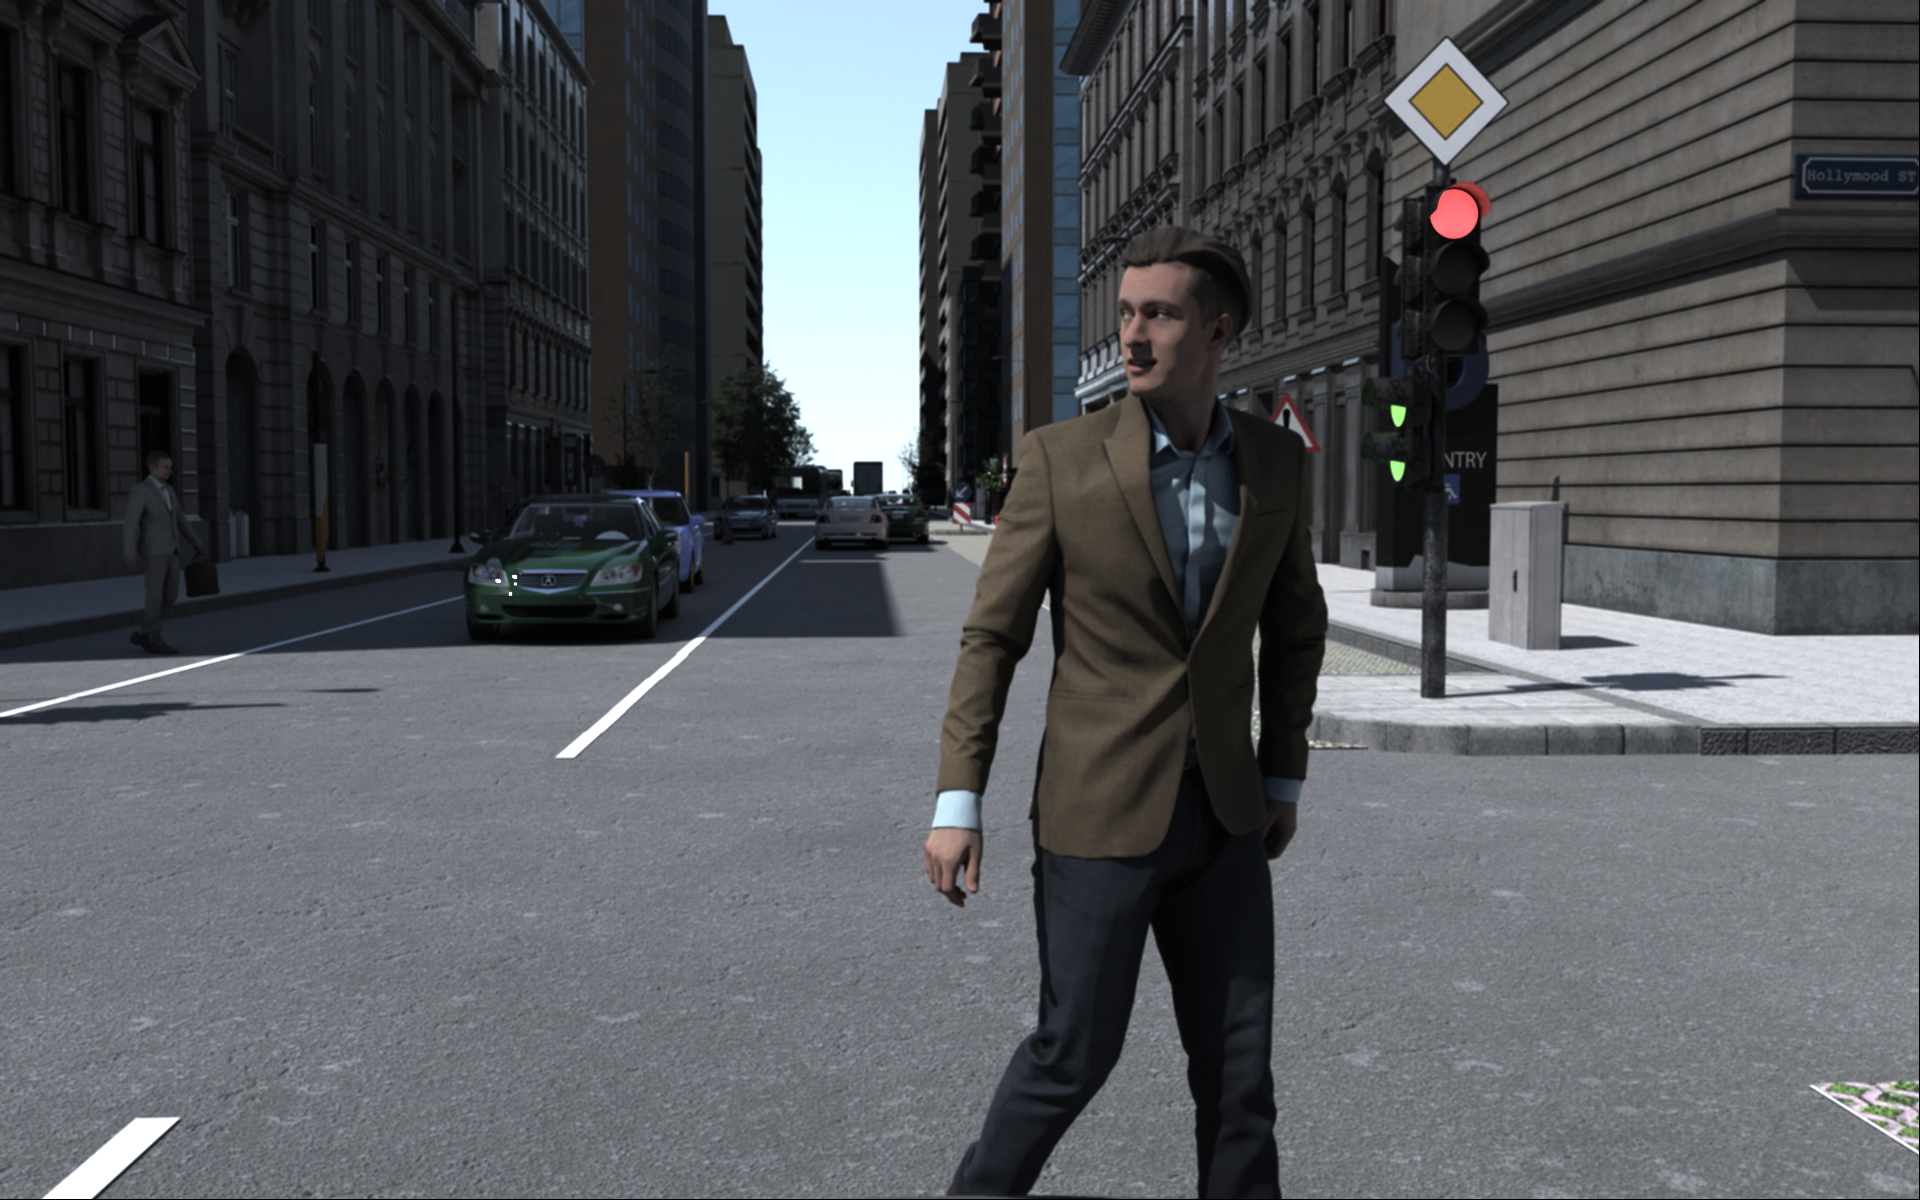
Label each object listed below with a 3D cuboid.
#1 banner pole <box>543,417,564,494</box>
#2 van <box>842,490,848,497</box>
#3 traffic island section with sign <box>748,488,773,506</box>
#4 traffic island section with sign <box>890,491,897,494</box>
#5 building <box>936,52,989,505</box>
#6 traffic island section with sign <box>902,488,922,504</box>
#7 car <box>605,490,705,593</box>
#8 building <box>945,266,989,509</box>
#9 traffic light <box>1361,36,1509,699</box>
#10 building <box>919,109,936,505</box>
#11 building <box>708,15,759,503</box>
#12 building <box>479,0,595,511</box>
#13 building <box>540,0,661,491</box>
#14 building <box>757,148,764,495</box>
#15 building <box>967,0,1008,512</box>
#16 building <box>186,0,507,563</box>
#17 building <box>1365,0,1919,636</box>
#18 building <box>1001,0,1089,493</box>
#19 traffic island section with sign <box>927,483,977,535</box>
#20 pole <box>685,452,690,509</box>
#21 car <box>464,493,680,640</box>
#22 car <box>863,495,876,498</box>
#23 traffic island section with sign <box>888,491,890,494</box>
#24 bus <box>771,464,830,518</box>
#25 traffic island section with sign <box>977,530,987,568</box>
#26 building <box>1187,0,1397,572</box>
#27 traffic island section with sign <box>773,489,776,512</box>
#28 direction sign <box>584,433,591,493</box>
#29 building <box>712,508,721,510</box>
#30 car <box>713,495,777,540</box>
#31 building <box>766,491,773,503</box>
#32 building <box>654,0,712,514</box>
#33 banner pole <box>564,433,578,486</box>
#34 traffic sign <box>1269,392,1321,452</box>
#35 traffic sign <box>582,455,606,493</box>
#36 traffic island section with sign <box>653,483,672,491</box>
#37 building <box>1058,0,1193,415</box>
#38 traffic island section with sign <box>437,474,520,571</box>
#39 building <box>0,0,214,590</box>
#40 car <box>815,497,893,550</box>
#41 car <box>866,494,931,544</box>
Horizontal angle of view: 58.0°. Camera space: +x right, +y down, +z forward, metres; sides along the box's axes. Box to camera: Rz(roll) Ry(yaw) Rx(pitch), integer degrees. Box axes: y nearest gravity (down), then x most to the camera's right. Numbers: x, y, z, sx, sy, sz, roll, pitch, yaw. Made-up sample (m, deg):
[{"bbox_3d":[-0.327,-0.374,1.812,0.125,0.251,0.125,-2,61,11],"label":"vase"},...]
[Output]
[{"bbox_3d":[-13.466,-4.086,56.817,0.401,3.779,0.863,-3,4,-37],"label":"banner pole"},{"bbox_3d":[-16.255,-14.226,236.985,2.240,2.365,5.245,0,4,-2],"label":"van"},{"bbox_3d":[-13.052,-6.175,109.583,1.989,1.847,2.006,0,4,-3],"label":"traffic island section with sign"},{"bbox_3d":[-4.393,-7.896,137.724,1.989,1.847,2.006,0,4,-3],"label":"traffic island section with sign"},{"bbox_3d":[8.748,-34.508,187.901,21.300,48.544,21.600,0,4,-3],"label":"building"},{"bbox_3d":[-2.833,-6.184,109.729,1.989,1.847,2.006,0,4,-3],"label":"traffic island section with sign"},{"bbox_3d":[-4.801,-1.013,26.147,1.945,1.707,3.694,0,4,-5],"label":"car"},{"bbox_3d":[13.235,-18.447,146.644,27.650,21.520,28.899,0,4,-3],"label":"building"},{"bbox_3d":[2.965,-1.339,10.811,0.839,4.253,0.868,0,4,-3],"label":"traffic light"},{"bbox_3d":[6.063,-35.819,209.345,21.300,48.544,21.600,0,4,-3],"label":"building"},{"bbox_3d":[-32.311,-34.020,179.927,21.300,48.544,21.600,0,4,-3],"label":"building"},{"bbox_3d":[-19.762,-13.142,64.014,9.793,20.994,18.267,0,4,-3],"label":"building"},{"bbox_3d":[-23.708,-26.974,91.132,14.600,45.320,14.200,0,4,-3],"label":"building"},{"bbox_3d":[-29.971,-31.486,198.397,14.154,41.232,14.086,0,4,-3],"label":"building"},{"bbox_3d":[12.027,-28.251,116.536,22.147,44.769,28.867,0,4,-3],"label":"building"},{"bbox_3d":[-20.214,-12.278,42.551,13.314,21.916,24.055,0,4,-3],"label":"building"},{"bbox_3d":[23.976,-12.349,20.986,34.723,24.649,14.460,0,4,-3],"label":"building"},{"bbox_3d":[9.738,-27.202,94.865,14.600,45.320,14.200,0,4,-3],"label":"building"},{"bbox_3d":[-0.097,-3.184,60.688,1.989,1.847,2.006,0,4,-3],"label":"traffic island section with sign"},{"bbox_3d":[-13.181,-5.503,83.815,0.158,3.312,0.155,0,3,0],"label":"pole"},{"bbox_3d":[-4.051,-0.415,18.591,2.131,1.459,4.920,0,4,-5],"label":"car"},{"bbox_3d":[-5.605,-6.064,111.513,2.083,1.381,4.827,0,4,-4],"label":"car"},{"bbox_3d":[-7.488,-11.285,193.130,1.989,1.847,2.006,0,4,-3],"label":"traffic island section with sign"},{"bbox_3d":[-9.566,-6.784,105.776,2.948,3.499,13.247,0,4,-2],"label":"bus"},{"bbox_3d":[1.427,-1.513,33.361,1.989,1.847,2.006,0,4,-3],"label":"traffic island section with sign"},{"bbox_3d":[11.056,-11.441,36.204,9.793,20.994,18.267,0,4,-3],"label":"building"},{"bbox_3d":[-14.600,-7.862,137.167,1.989,1.847,2.006,0,4,-3],"label":"traffic island section with sign"},{"bbox_3d":[-13.973,-4.464,64.979,0.379,3.537,0.876,-2,4,-26],"label":"direction sign"},{"bbox_3d":[-35.840,-27.304,138.305,32.217,40.220,23.993,0,4,-3],"label":"building"},{"bbox_3d":[-6.852,-2.666,55.587,2.014,1.417,4.499,0,4,-2],"label":"car"},{"bbox_3d":[-39.755,-32.145,217.453,32.217,40.220,23.993,0,4,-3],"label":"building"},{"bbox_3d":[-28.070,-34.868,112.084,21.231,58.520,28.212,0,4,-3],"label":"building"},{"bbox_3d":[-14.255,-4.447,62.731,0.863,3.779,0.401,-2,4,-28],"label":"banner pole"},{"bbox_3d":[4.159,-1.354,22.141,0.884,2.594,0.081,0,4,3],"label":"traffic sign"},{"bbox_3d":[-11.770,-3.402,55.731,0.768,2.556,0.104,0,4,3],"label":"traffic sign"},{"bbox_3d":[-10.302,-3.147,60.081,1.989,1.847,2.006,0,4,-3],"label":"traffic island section with sign"},{"bbox_3d":[9.145,-13.133,65.634,10.553,20.767,40.483,0,4,-3],"label":"building"},{"bbox_3d":[-8.790,-1.501,33.168,1.989,1.847,2.006,0,4,-3],"label":"traffic island section with sign"},{"bbox_3d":[-17.372,-9.536,20.549,10.561,19.102,19.286,0,4,-3],"label":"building"},{"bbox_3d":[-2.829,-2.051,45.904,2.083,1.381,4.827,0,4,-1],"label":"car"},{"bbox_3d":[-1.886,-2.390,50.880,2.131,1.459,4.920,0,4,-3],"label":"car"}]
